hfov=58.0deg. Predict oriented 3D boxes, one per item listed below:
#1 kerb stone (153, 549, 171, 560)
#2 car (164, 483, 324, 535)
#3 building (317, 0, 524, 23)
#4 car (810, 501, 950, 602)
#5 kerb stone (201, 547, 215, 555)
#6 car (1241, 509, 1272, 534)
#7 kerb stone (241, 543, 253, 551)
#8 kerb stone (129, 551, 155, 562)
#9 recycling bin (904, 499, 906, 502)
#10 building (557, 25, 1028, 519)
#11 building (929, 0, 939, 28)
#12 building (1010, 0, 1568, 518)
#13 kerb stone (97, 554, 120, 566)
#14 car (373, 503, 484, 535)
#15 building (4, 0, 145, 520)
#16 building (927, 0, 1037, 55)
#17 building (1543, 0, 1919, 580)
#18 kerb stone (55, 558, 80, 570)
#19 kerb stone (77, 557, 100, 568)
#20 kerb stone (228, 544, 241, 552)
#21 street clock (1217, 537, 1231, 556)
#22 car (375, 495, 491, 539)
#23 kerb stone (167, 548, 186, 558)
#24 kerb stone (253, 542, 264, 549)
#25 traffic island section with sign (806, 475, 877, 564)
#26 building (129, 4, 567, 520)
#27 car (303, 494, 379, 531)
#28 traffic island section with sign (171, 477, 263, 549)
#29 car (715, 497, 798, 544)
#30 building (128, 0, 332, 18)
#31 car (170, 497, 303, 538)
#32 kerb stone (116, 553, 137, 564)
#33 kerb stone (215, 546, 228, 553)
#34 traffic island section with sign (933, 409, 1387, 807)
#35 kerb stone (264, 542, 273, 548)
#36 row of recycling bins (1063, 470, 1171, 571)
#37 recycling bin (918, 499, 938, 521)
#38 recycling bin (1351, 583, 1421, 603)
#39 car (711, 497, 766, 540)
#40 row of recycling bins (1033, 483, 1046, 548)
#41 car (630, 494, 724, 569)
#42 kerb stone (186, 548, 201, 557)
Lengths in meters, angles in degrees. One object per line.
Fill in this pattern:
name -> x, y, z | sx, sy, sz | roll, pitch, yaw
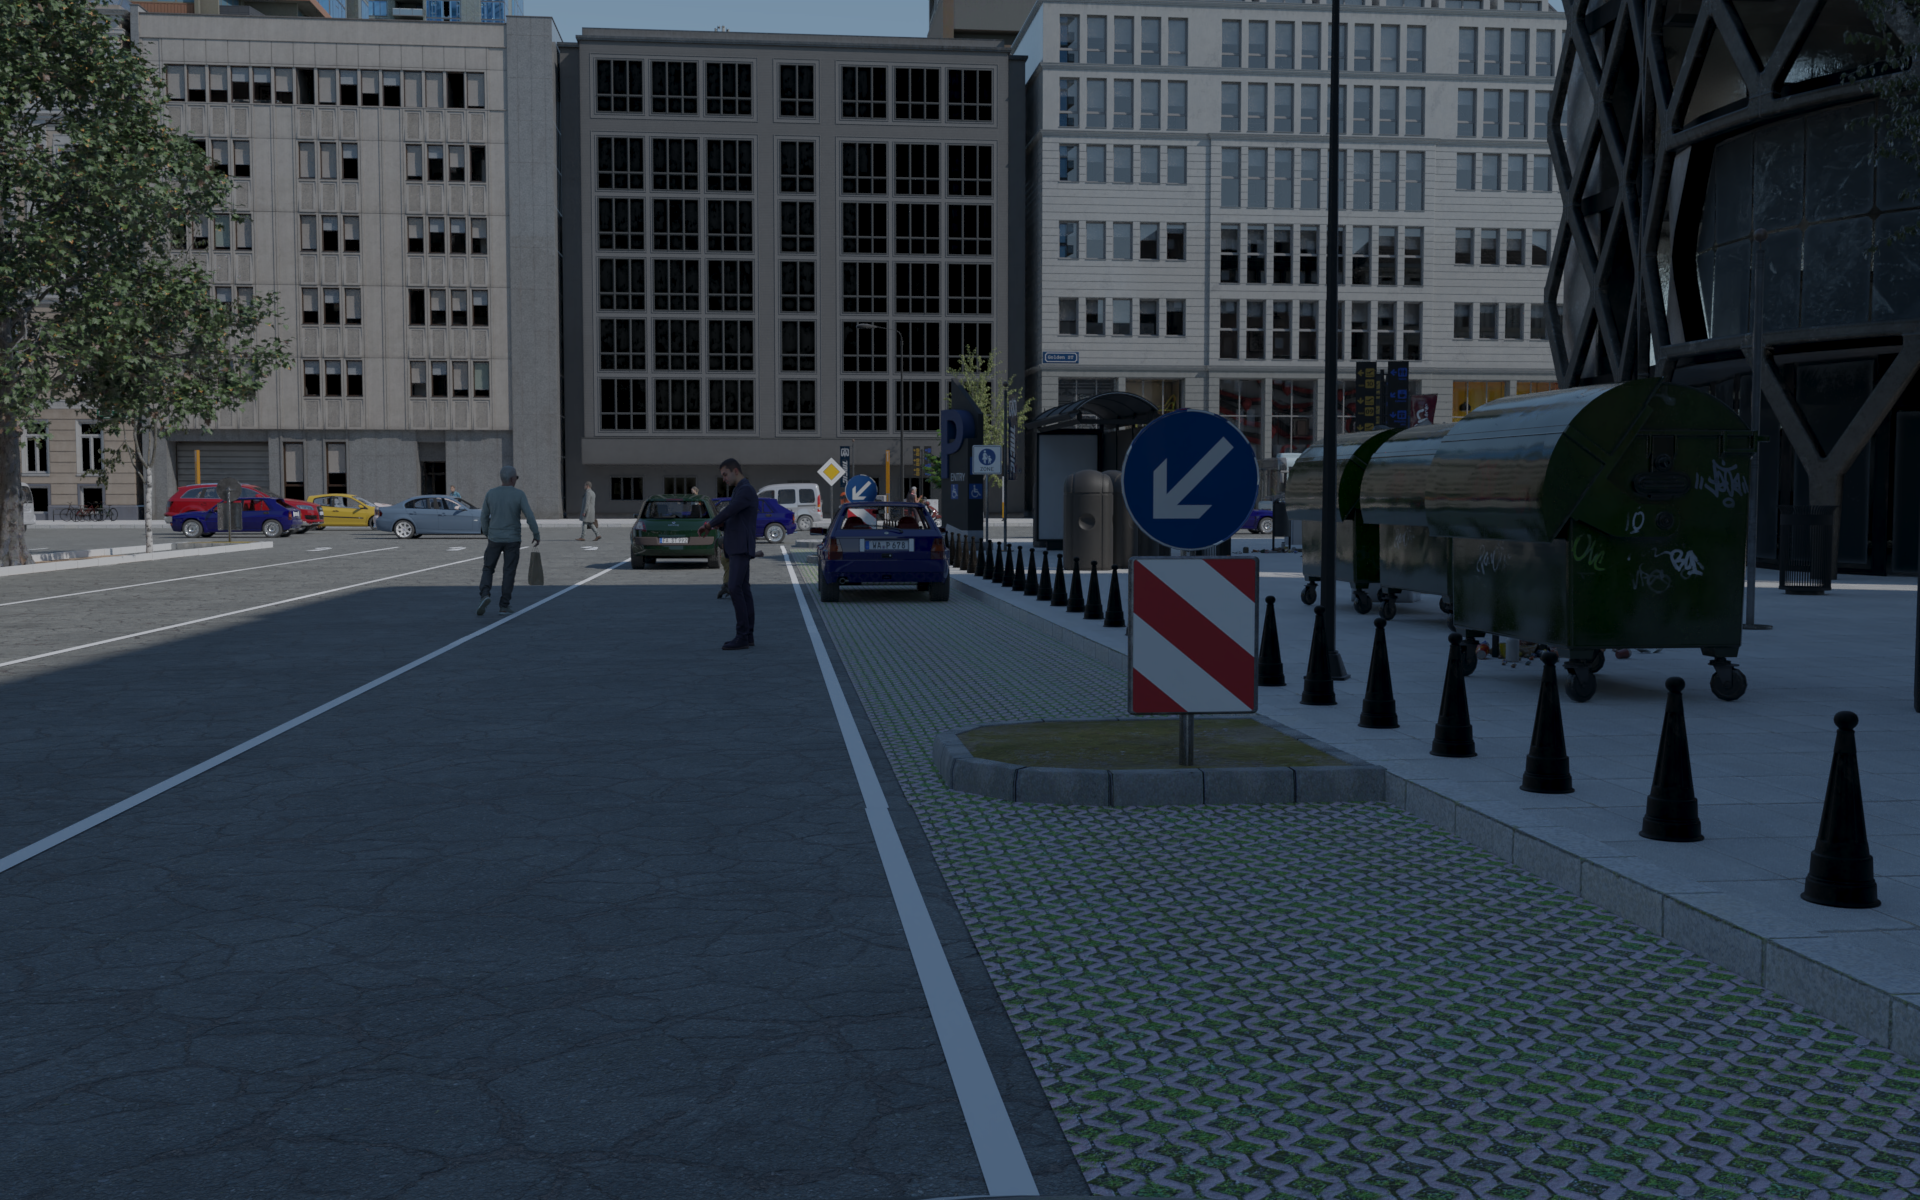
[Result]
kerb stone -> -17.590, -0.966, 37.985 | 0.120, 0.150, 1.000 | 0, 4, -6
car -> -25.492, -3.248, 61.785 | 5.304, 1.827, 2.281 | 0, 4, -8
building -> -74.485, -57.300, 249.533 | 31.000, 86.520, 22.319 | 0, 4, -6
car -> -1.122, -0.713, 24.245 | 1.945, 1.354, 3.894 | 0, 4, -5
kerb stone -> -17.937, -1.153, 41.051 | 0.120, 0.150, 1.000 | 0, 4, -6
car -> 9.642, -3.033, 62.169 | 3.894, 1.354, 1.945 | 0, 4, -6
kerb stone -> -18.296, -1.341, 44.124 | 0.120, 0.150, 1.000 | 0, 4, -6
kerb stone -> -17.481, -0.903, 36.960 | 0.120, 0.150, 1.000 | 0, 4, -6
recycling bin -> -2.317, -4.470, 85.632 | 0.722, 1.027, 0.722 | -2, 4, -25
building -> -9.021, -18.430, 94.834 | 24.014, 27.812, 14.314 | 0, 4, -6
building -> 5.870, -44.837, 171.339 | 20.563, 71.187, 20.611 | 0, 4, -6
building -> 18.227, -19.443, 95.389 | 29.804, 29.767, 11.434 | 0, 4, -6
kerb stone -> -17.237, -0.778, 34.918 | 0.120, 0.150, 1.000 | 0, 4, -6
car -> -18.192, -2.984, 61.154 | 4.827, 1.381, 2.083 | 0, 4, -6
building -> -50.621, -18.534, 88.933 | 20.117, 28.700, 13.634 | 0, 4, -6
building -> 4.634, -30.813, 153.908 | 14.600, 45.320, 14.200 | 0, 4, -6
building -> 20.249, -9.962, 30.324 | 16.820, 18.784, 16.811 | 0, 4, -6
kerb stone -> -17.014, -0.653, 32.873 | 0.120, 0.150, 1.000 | 0, 4, -6
kerb stone -> -17.128, -0.708, 33.898 | 0.120, 0.150, 1.000 | 0, 4, -6
kerb stone -> -18.173, -1.277, 43.096 | 0.120, 0.150, 1.000 | 0, 4, -6
street clock -> 3.832, -1.257, 25.119 | 0.471, 2.002, 0.358 | 0, 4, -7
car -> -16.446, -2.678, 55.791 | 4.499, 1.417, 2.014 | 0, 4, -5
kerb stone -> -17.712, -1.027, 39.004 | 0.120, 0.150, 1.000 | 0, 4, -6
kerb stone -> -18.412, -1.404, 45.152 | 0.120, 0.150, 1.000 | 0, 4, -6
traffic island section with sign -> -2.201, -1.680, 36.094 | 1.989, 1.847, 2.006 | 0, 4, -6
building -> -30.695, -16.699, 91.054 | 19.932, 24.808, 12.078 | 0, 4, -6
car -> -24.067, -3.555, 68.355 | 3.980, 1.641, 2.015 | 0, 4, -6
traffic island section with sign -> -19.548, -2.309, 45.893 | 2.006, 1.907, 1.989 | 0, 4, -6
car -> -6.704, -2.324, 50.572 | 3.894, 1.354, 1.945 | 0, 4, -6
building -> -64.988, -30.270, 149.539 | 22.147, 44.769, 28.867 | 0, 4, -6
car -> -23.847, -2.725, 57.137 | 3.894, 1.354, 1.945 | 0, 4, -7
kerb stone -> -17.366, -0.839, 35.941 | 0.120, 0.150, 1.000 | 0, 4, -6
kerb stone -> -18.063, -1.215, 42.076 | 0.120, 0.150, 1.000 | 0, 4, -6
traffic island section with sign -> 0.890, -0.014, 8.859 | 1.989, 1.847, 2.006 | 0, 4, -6
kerb stone -> -18.527, -1.467, 46.187 | 0.120, 0.150, 1.000 | 0, 4, -6
row of recycling bins -> 2.840, -1.425, 30.412 | 1.069, 1.692, 3.534 | 2, 4, 28
recycling bin -> -1.500, -4.195, 81.143 | 0.722, 1.027, 0.722 | -2, 4, -30
recycling bin -> 5.130, -0.505, 20.817 | 0.722, 1.027, 0.722 | 1, 4, 23
car -> -7.585, -2.580, 54.761 | 3.894, 1.354, 1.945 | 0, 4, -7
row of recycling bins -> 2.558, -2.191, 42.930 | 1.069, 1.692, 3.534 | 1, 4, 18
car -> -5.561, -1.515, 34.558 | 2.009, 1.686, 4.222 | 0, 4, -5
kerb stone -> -17.826, -1.091, 40.027 | 0.120, 0.150, 1.000 | 0, 4, -6
